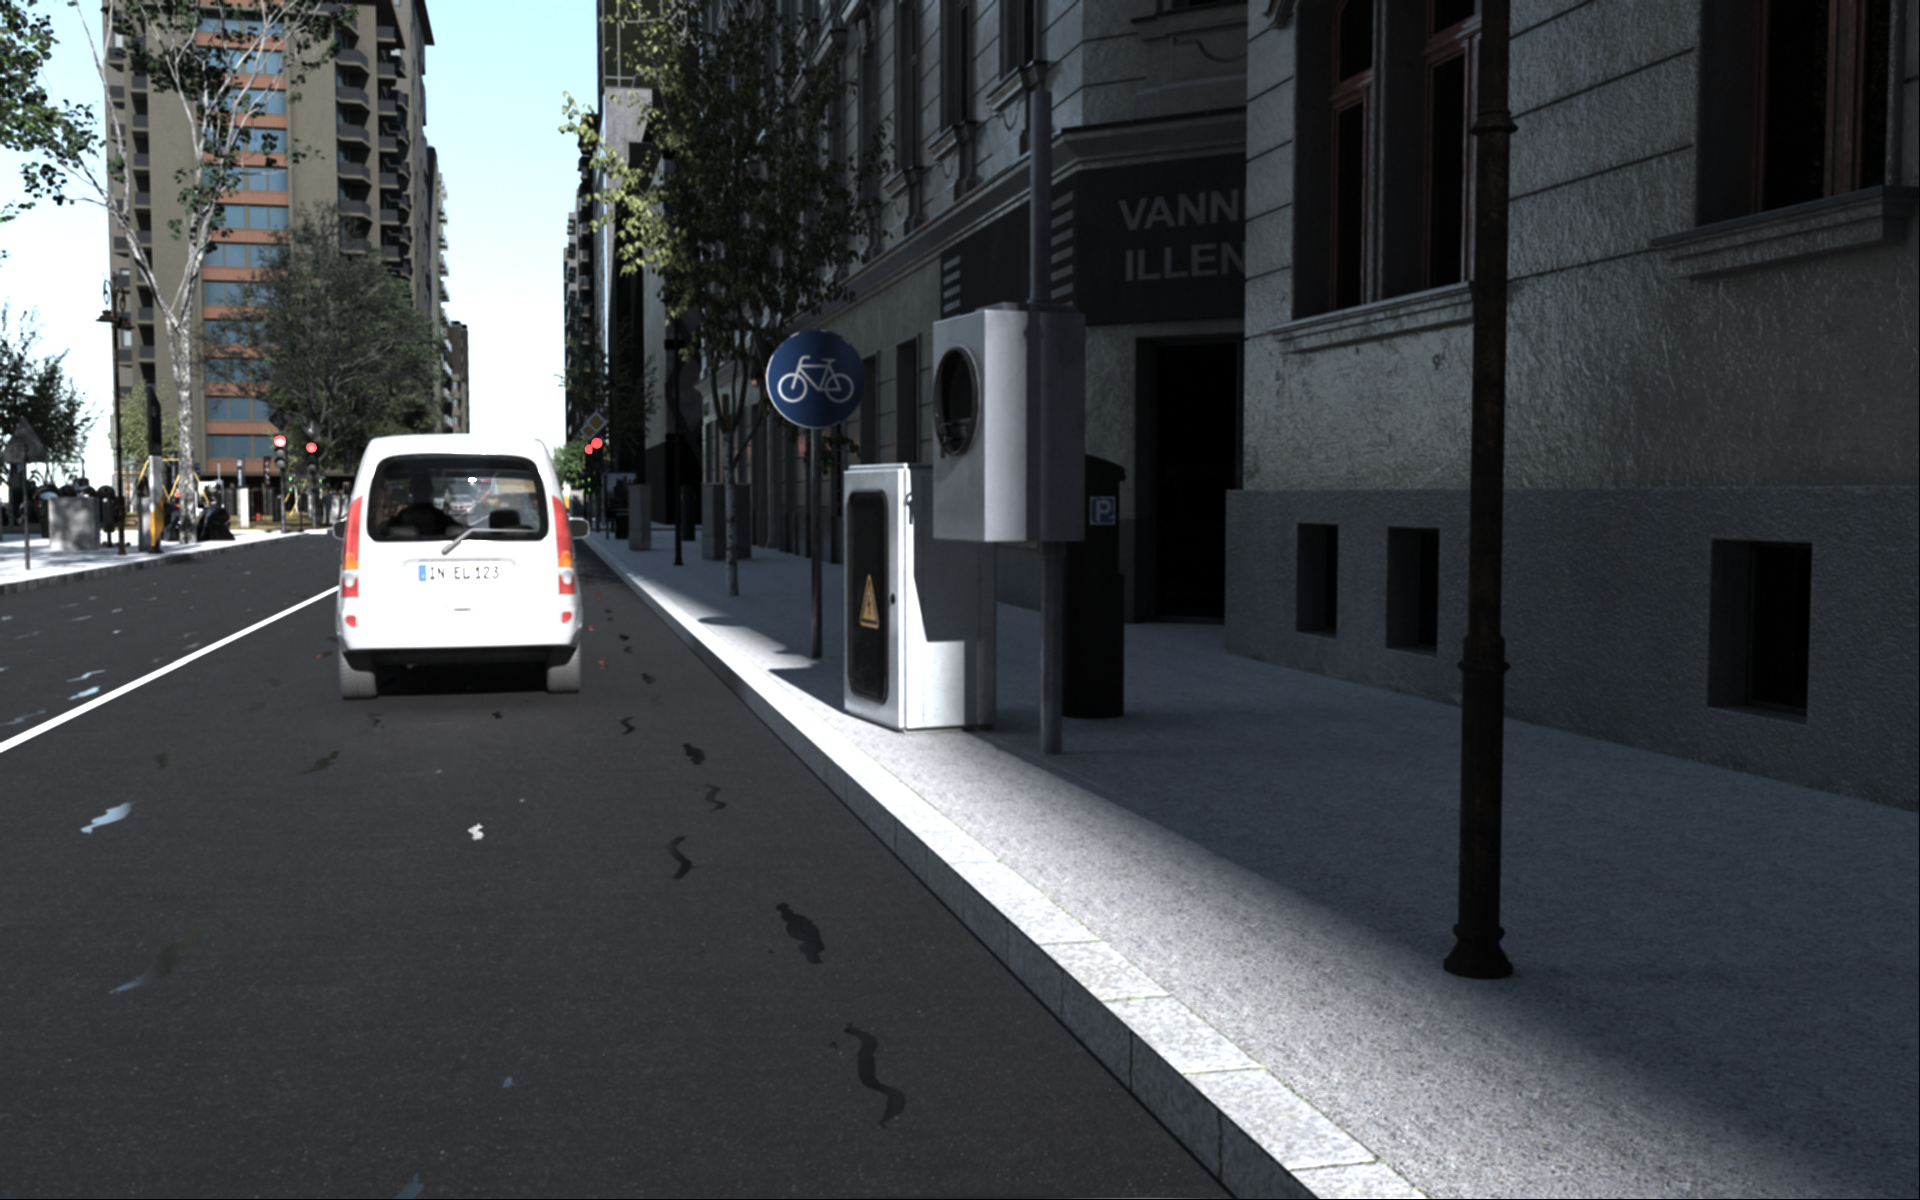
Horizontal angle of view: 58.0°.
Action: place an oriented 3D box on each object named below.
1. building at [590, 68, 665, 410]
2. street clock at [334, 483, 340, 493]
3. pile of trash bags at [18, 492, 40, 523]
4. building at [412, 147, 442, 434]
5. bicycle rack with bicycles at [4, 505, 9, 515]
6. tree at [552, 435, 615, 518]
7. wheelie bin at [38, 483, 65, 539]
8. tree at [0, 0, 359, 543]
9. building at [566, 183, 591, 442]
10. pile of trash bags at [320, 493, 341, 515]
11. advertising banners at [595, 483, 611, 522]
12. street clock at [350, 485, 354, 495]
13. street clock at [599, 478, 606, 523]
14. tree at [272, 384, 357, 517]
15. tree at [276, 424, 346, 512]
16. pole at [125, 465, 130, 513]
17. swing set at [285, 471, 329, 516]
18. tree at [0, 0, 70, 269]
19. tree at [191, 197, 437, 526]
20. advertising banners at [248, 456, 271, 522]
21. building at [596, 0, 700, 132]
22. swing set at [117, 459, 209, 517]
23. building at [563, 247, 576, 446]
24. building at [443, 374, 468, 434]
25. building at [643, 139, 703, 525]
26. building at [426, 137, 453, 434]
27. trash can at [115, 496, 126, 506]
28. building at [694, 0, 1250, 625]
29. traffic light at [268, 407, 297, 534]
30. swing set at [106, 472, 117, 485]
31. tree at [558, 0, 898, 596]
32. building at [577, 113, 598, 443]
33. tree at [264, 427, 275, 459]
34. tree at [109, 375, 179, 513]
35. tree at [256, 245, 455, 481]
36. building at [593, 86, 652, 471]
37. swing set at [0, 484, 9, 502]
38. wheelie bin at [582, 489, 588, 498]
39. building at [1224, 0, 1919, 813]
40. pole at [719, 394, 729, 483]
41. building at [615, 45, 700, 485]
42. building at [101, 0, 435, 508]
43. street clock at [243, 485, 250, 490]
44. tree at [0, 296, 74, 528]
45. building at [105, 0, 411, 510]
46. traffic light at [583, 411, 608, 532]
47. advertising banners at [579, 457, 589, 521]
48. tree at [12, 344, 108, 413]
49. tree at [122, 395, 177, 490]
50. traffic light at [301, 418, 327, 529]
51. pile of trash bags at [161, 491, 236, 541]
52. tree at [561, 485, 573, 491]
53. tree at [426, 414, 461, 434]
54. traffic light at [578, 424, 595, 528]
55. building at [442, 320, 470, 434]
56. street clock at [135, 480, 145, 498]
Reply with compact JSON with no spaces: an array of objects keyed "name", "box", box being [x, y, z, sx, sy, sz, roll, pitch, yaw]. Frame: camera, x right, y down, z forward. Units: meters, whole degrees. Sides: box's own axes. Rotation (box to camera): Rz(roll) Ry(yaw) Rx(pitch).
[{"name":"building","box":[-16.851,-28.304,154.647,32.217,40.220,23.993,-1,4,-14]},{"name":"street clock","box":[-42.105,-6.885,117.140,0.358,2.002,0.471,0,4,5]},{"name":"pile of trash bags","box":[-40.872,-4.111,76.975,1.912,1.369,3.447,-2,4,-27]},{"name":"building","box":[-66.715,-31.390,196.821,14.154,41.232,14.086,-1,4,-14]},{"name":"bicycle rack with bicycles","box":[-57.019,-5.650,105.756,2.925,0.926,2.852,0,4,-8]},{"name":"tree","box":[-20.202,-6.681,92.944,4.285,4.588,4.351,0,3,0]},{"name":"wheelie bin","box":[-26.275,-2.583,50.135,0.693,1.594,0.980,-3,5,-41]},{"name":"tree","box":[-21.505,-11.574,45.117,12.611,20.169,13.585,0,3,0]},{"name":"building","box":[-49.062,-39.628,267.530,23.786,49.044,30.456,-1,4,-14]},{"name":"pile of trash bags","box":[-38.415,-5.883,105.937,1.912,1.369,3.447,-2,4,-34]},{"name":"advertising banners","box":[-16.297,-5.060,78.912,0.090,3.025,2.074,1,4,10]},{"name":"street clock","box":[-46.636,-7.856,133.018,0.358,2.002,0.471,1,4,19]},{"name":"street clock","box":[-15.682,-4.378,76.152,0.471,2.002,0.358,0,4,2]},{"name":"tree","box":[-36.386,-8.981,97.206,4.360,8.622,3.978,0,3,0]},{"name":"tree","box":[-42.163,-10.004,113.925,4.737,8.622,4.395,0,3,0]},{"name":"pole","box":[-57.790,-7.731,120.239,0.158,3.312,0.155,0,3,0]},{"name":"swing set","box":[-38.375,-6.392,102.133,2.862,2.851,3.119,0,4,-8]},{"name":"tree","box":[-15.532,-5.929,22.698,9.928,11.665,9.643,0,3,0]},{"name":"tree","box":[-26.319,-9.820,70.921,12.009,13.543,11.850,0,3,0]},{"name":"advertising banners","box":[-32.496,-5.128,80.031,0.090,3.025,2.074,1,4,18]},{"name":"building","box":[-27.877,-45.020,174.332,20.563,71.187,20.611,-1,4,-14]},{"name":"swing set","box":[-35.536,-4.914,77.963,3.119,2.851,2.862,2,4,32]},{"name":"building","box":[-58.724,-37.012,288.744,14.154,41.232,14.086,-1,4,-14]},{"name":"building","box":[-88.791,-25.378,259.974,27.650,21.520,28.899,-1,4,-14]},{"name":"building","box":[-5.385,-12.920,78.697,16.811,18.784,16.820,-1,4,-14]},{"name":"building","box":[-79.797,-37.384,230.833,23.786,49.044,30.456,-1,4,-14]},{"name":"trash can","box":[-50.417,-5.643,103.911,0.748,1.137,0.748,0,3,0]},{"name":"building","box":[4.317,-15.935,36.949,17.030,29.872,44.131,-1,4,-14]},{"name":"traffic light","box":[-21.853,-4.095,55.877,0.839,4.253,0.868,-1,4,-14]},{"name":"swing set","box":[-59.187,-7.710,123.670,3.119,2.851,2.862,-2,4,-27]},{"name":"tree","box":[-2.842,-4.347,21.428,4.737,8.622,4.395,0,3,0]},{"name":"building","box":[-32.413,-33.323,199.451,22.147,44.769,28.867,-1,4,-14]},{"name":"tree","box":[-47.546,-10.612,123.875,4.737,8.622,4.395,0,3,0]},{"name":"tree","box":[-50.561,-9.673,108.514,4.737,8.622,4.395,0,3,0]},{"name":"tree","box":[-30.530,-11.058,87.451,9.857,13.997,8.962,0,3,0]},{"name":"building","box":[-17.040,-17.965,111.742,12.078,24.808,19.932,-1,4,-14]},{"name":"swing set","box":[-64.686,-7.239,115.971,2.862,2.851,3.119,-1,4,-21]},{"name":"wheelie bin","box":[-22.987,-5.981,105.701,0.693,1.594,0.980,1,4,20]},{"name":"building","box":[10.808,-13.236,3.801,14.401,28.519,23.554,-1,4,-14]},{"name":"pole","box":[-4.822,-2.546,35.466,0.158,3.312,0.155,0,3,0]},{"name":"building","box":[-12.148,-16.203,94.604,12.332,23.373,15.834,-1,4,-14]},{"name":"building","box":[-67.974,-35.768,174.038,28.713,52.752,27.495,-1,4,-14]},{"name":"street clock","box":[-54.683,-7.844,132.822,0.471,2.002,0.358,1,4,12]},{"name":"tree","box":[-35.712,-7.032,65.339,4.737,8.622,4.395,0,3,0]},{"name":"building","box":[-58.888,-30.147,147.522,22.147,44.769,28.867,-1,4,-14]},{"name":"traffic light","box":[-12.228,-4.239,58.235,0.839,4.253,0.868,-1,4,-14]},{"name":"advertising banners","box":[-17.927,-5.301,82.853,0.090,3.025,2.074,0,4,2]},{"name":"tree","box":[-44.724,-8.265,85.493,4.360,8.622,3.978,0,3,0]},{"name":"tree","box":[-59.973,-10.886,128.345,4.360,8.622,3.978,0,3,0]},{"name":"traffic light","box":[-23.748,-4.570,63.635,0.839,4.253,0.868,-1,4,-14]},{"name":"pile of trash bags","box":[-21.586,-2.371,48.512,1.912,1.369,3.447,-2,4,-33]},{"name":"tree","box":[-42.724,-11.927,189.614,1.663,3.219,1.824,0,3,0]},{"name":"tree","box":[-46.157,-12.471,154.257,4.360,8.622,3.978,0,3,0]},{"name":"traffic light","box":[-14.122,-4.714,65.993,0.839,4.253,0.868,-1,4,-14]},{"name":"building","box":[-87.405,-31.219,282.129,14.160,30.474,14.107,-1,4,-14]},{"name":"street clock","box":[-41.039,-5.024,86.713,0.471,2.002,0.358,2,4,24]}]
